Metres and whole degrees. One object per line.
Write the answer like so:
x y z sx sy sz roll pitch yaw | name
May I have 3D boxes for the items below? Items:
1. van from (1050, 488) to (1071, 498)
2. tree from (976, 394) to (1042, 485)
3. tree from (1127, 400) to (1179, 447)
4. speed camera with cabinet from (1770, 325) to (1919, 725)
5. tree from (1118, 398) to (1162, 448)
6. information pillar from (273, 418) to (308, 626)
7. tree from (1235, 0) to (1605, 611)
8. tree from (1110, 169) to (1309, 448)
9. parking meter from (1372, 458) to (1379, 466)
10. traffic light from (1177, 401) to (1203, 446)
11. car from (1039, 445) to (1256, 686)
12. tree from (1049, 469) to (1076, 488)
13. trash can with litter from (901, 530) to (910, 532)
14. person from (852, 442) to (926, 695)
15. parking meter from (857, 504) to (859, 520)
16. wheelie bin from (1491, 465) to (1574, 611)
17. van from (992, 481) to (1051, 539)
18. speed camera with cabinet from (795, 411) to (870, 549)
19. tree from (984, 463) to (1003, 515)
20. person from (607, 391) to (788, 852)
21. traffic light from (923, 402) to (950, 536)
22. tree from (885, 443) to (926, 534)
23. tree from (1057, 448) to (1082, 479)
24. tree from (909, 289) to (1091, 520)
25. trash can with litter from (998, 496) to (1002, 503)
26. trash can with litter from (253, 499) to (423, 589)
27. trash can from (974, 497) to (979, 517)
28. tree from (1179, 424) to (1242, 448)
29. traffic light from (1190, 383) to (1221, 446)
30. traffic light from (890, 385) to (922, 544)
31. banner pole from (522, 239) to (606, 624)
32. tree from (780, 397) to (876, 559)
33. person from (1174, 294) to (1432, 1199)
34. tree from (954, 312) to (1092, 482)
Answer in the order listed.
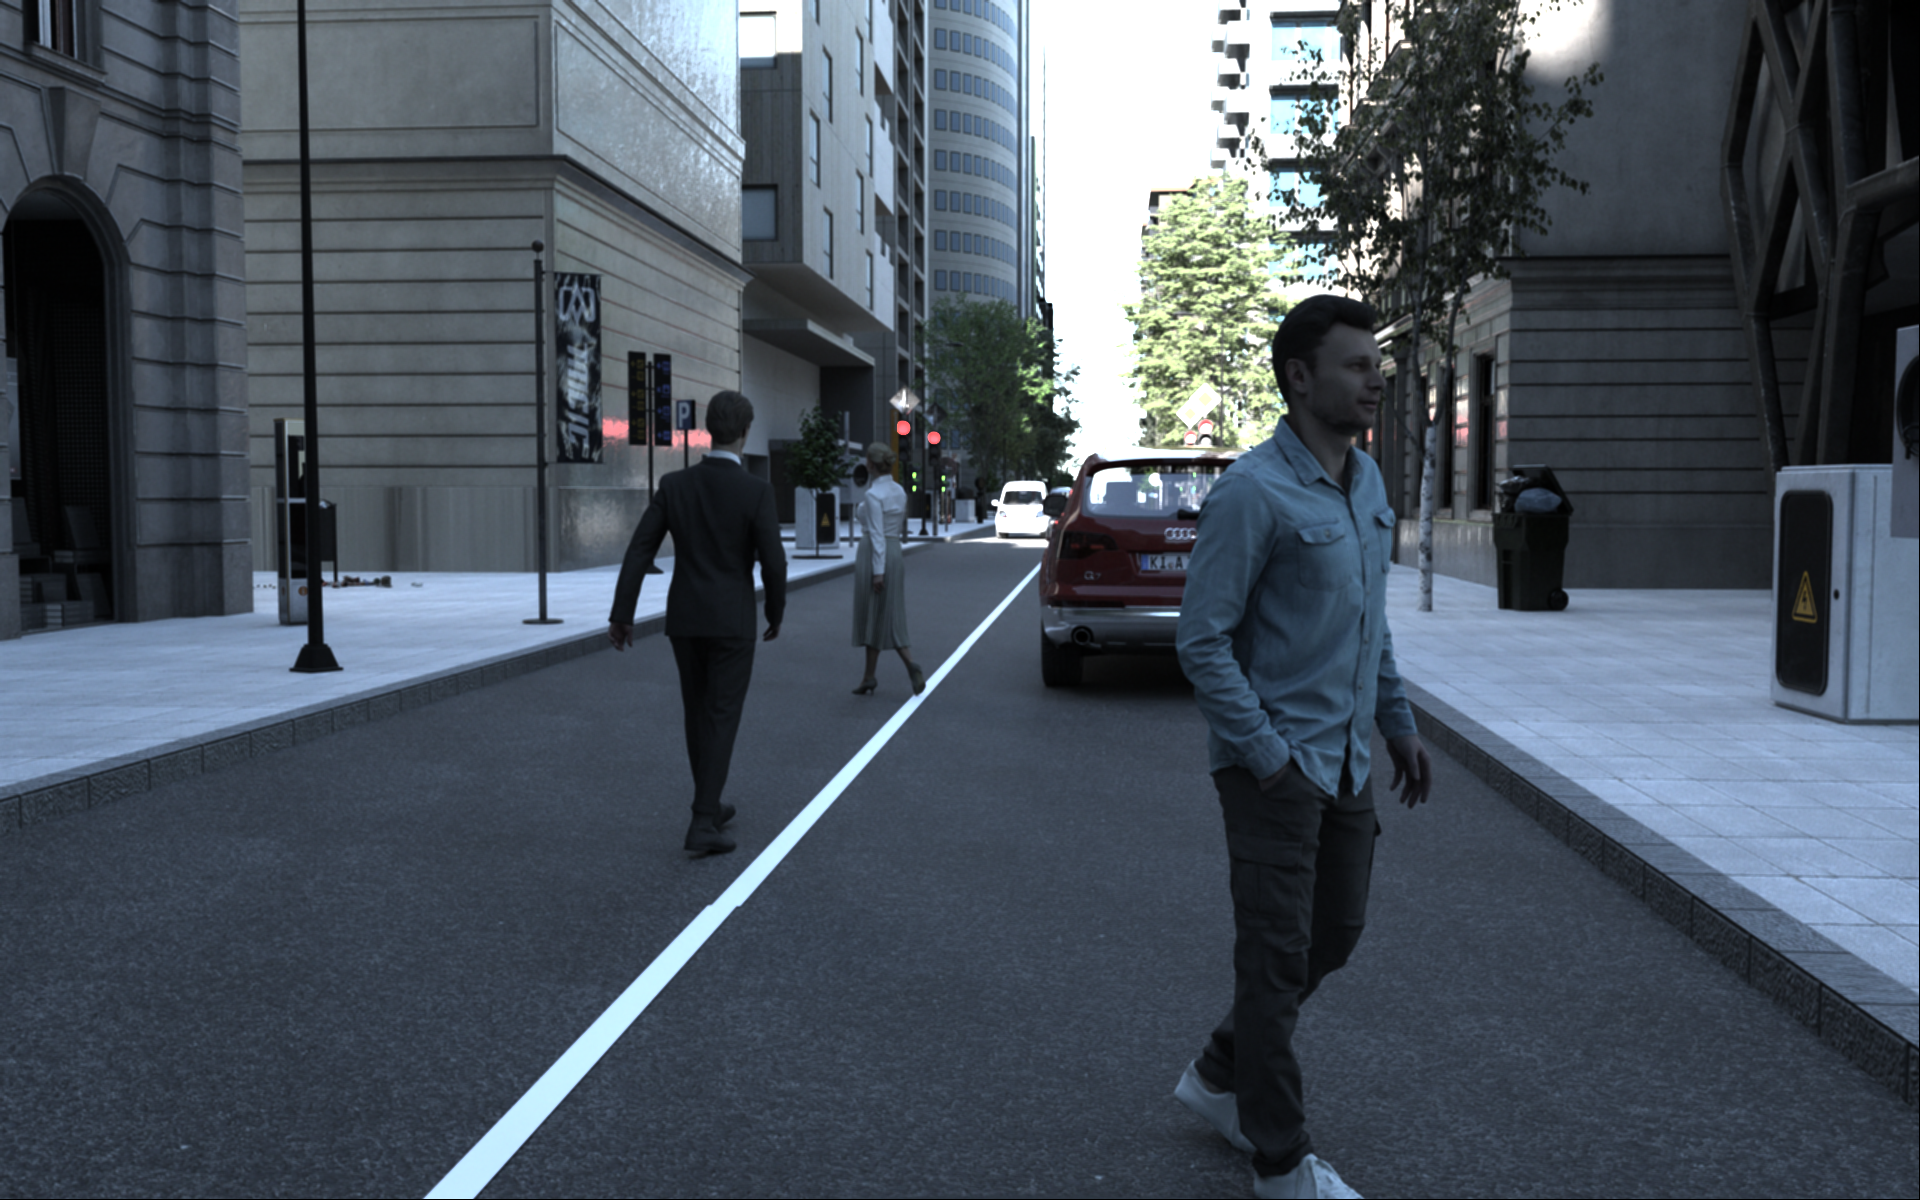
6.397 -6.294 109.918 2.013 2.044 4.112 0 4 5 | van
3.257 -9.934 112.785 4.737 8.622 4.395 0 3 0 | tree
13.726 -10.319 119.070 4.360 8.622 3.978 0 3 0 | tree
5.173 -0.925 9.453 0.660 3.252 2.038 0 4 2 | speed camera with cabinet
14.189 -11.127 132.290 4.737 8.622 4.395 0 3 0 | tree
-6.501 -0.763 16.975 0.304 2.012 0.304 -3 5 -39 | information pillar
5.104 -4.197 18.981 4.360 8.622 3.978 0 3 0 | tree
8.783 -8.764 61.418 7.486 12.596 7.792 0 3 0 | tree
6.568 -1.364 28.017 0.255 1.863 0.399 3 4 39 | parking meter
6.895 -3.866 52.130 0.839 4.253 0.868 0 4 5 | traffic light
1.781 -0.348 14.363 2.281 1.827 5.304 0 4 6 | car
14.938 -15.861 243.039 4.285 4.588 4.351 0 3 0 | tree
-2.519 -2.948 59.258 1.678 1.210 2.233 1 4 21 | trash can with litter
-0.506 -0.218 12.291 0.641 1.798 0.478 3 5 43 | person
-4.897 -4.698 85.229 0.372 1.533 0.369 0 3 0 | parking meter
6.316 -0.688 19.152 0.693 1.594 0.980 -1 4 -17 | wheelie bin
2.085 -3.018 56.348 2.013 2.044 4.112 0 4 5 | van
-2.998 -2.849 40.909 0.660 3.252 2.038 3 4 38 | speed camera with cabinet
1.872 -6.930 107.899 1.663 3.219 1.824 0 3 0 | tree
-0.995 0.072 7.093 0.659 1.850 0.755 1 4 15 | person
-0.740 -3.905 52.760 0.839 4.253 0.868 0 4 5 | traffic light
-2.167 -3.774 56.303 1.663 3.219 1.824 0 3 0 | tree
17.303 -21.539 286.574 8.767 10.594 7.601 -1 4 -19 | tree
1.214 -9.894 87.518 9.928 11.665 9.643 0 3 0 | tree
3.380 -7.130 127.955 1.055 1.170 0.624 -1 4 -14 | trash can with litter
-8.612 -0.795 24.048 2.233 1.210 1.678 1 4 12 | trash can with litter
0.728 -5.162 96.046 0.748 1.137 0.748 0 3 0 | trash can
10.085 -5.369 71.492 4.285 4.588 4.351 0 3 0 | tree
6.220 -3.379 44.174 0.839 4.253 0.868 0 4 5 | traffic light
-1.415 -3.418 44.803 0.839 4.253 0.868 0 4 5 | traffic light
-3.947 -1.665 17.240 0.863 3.779 0.401 -2 4 -28 | banner pole
-2.732 -2.447 34.613 1.663 3.219 1.824 0 3 0 | tree
0.664 0.302 3.581 0.620 1.820 0.660 3 5 39 | person
4.087 -13.108 120.978 9.857 13.997 8.962 0 3 0 | tree
